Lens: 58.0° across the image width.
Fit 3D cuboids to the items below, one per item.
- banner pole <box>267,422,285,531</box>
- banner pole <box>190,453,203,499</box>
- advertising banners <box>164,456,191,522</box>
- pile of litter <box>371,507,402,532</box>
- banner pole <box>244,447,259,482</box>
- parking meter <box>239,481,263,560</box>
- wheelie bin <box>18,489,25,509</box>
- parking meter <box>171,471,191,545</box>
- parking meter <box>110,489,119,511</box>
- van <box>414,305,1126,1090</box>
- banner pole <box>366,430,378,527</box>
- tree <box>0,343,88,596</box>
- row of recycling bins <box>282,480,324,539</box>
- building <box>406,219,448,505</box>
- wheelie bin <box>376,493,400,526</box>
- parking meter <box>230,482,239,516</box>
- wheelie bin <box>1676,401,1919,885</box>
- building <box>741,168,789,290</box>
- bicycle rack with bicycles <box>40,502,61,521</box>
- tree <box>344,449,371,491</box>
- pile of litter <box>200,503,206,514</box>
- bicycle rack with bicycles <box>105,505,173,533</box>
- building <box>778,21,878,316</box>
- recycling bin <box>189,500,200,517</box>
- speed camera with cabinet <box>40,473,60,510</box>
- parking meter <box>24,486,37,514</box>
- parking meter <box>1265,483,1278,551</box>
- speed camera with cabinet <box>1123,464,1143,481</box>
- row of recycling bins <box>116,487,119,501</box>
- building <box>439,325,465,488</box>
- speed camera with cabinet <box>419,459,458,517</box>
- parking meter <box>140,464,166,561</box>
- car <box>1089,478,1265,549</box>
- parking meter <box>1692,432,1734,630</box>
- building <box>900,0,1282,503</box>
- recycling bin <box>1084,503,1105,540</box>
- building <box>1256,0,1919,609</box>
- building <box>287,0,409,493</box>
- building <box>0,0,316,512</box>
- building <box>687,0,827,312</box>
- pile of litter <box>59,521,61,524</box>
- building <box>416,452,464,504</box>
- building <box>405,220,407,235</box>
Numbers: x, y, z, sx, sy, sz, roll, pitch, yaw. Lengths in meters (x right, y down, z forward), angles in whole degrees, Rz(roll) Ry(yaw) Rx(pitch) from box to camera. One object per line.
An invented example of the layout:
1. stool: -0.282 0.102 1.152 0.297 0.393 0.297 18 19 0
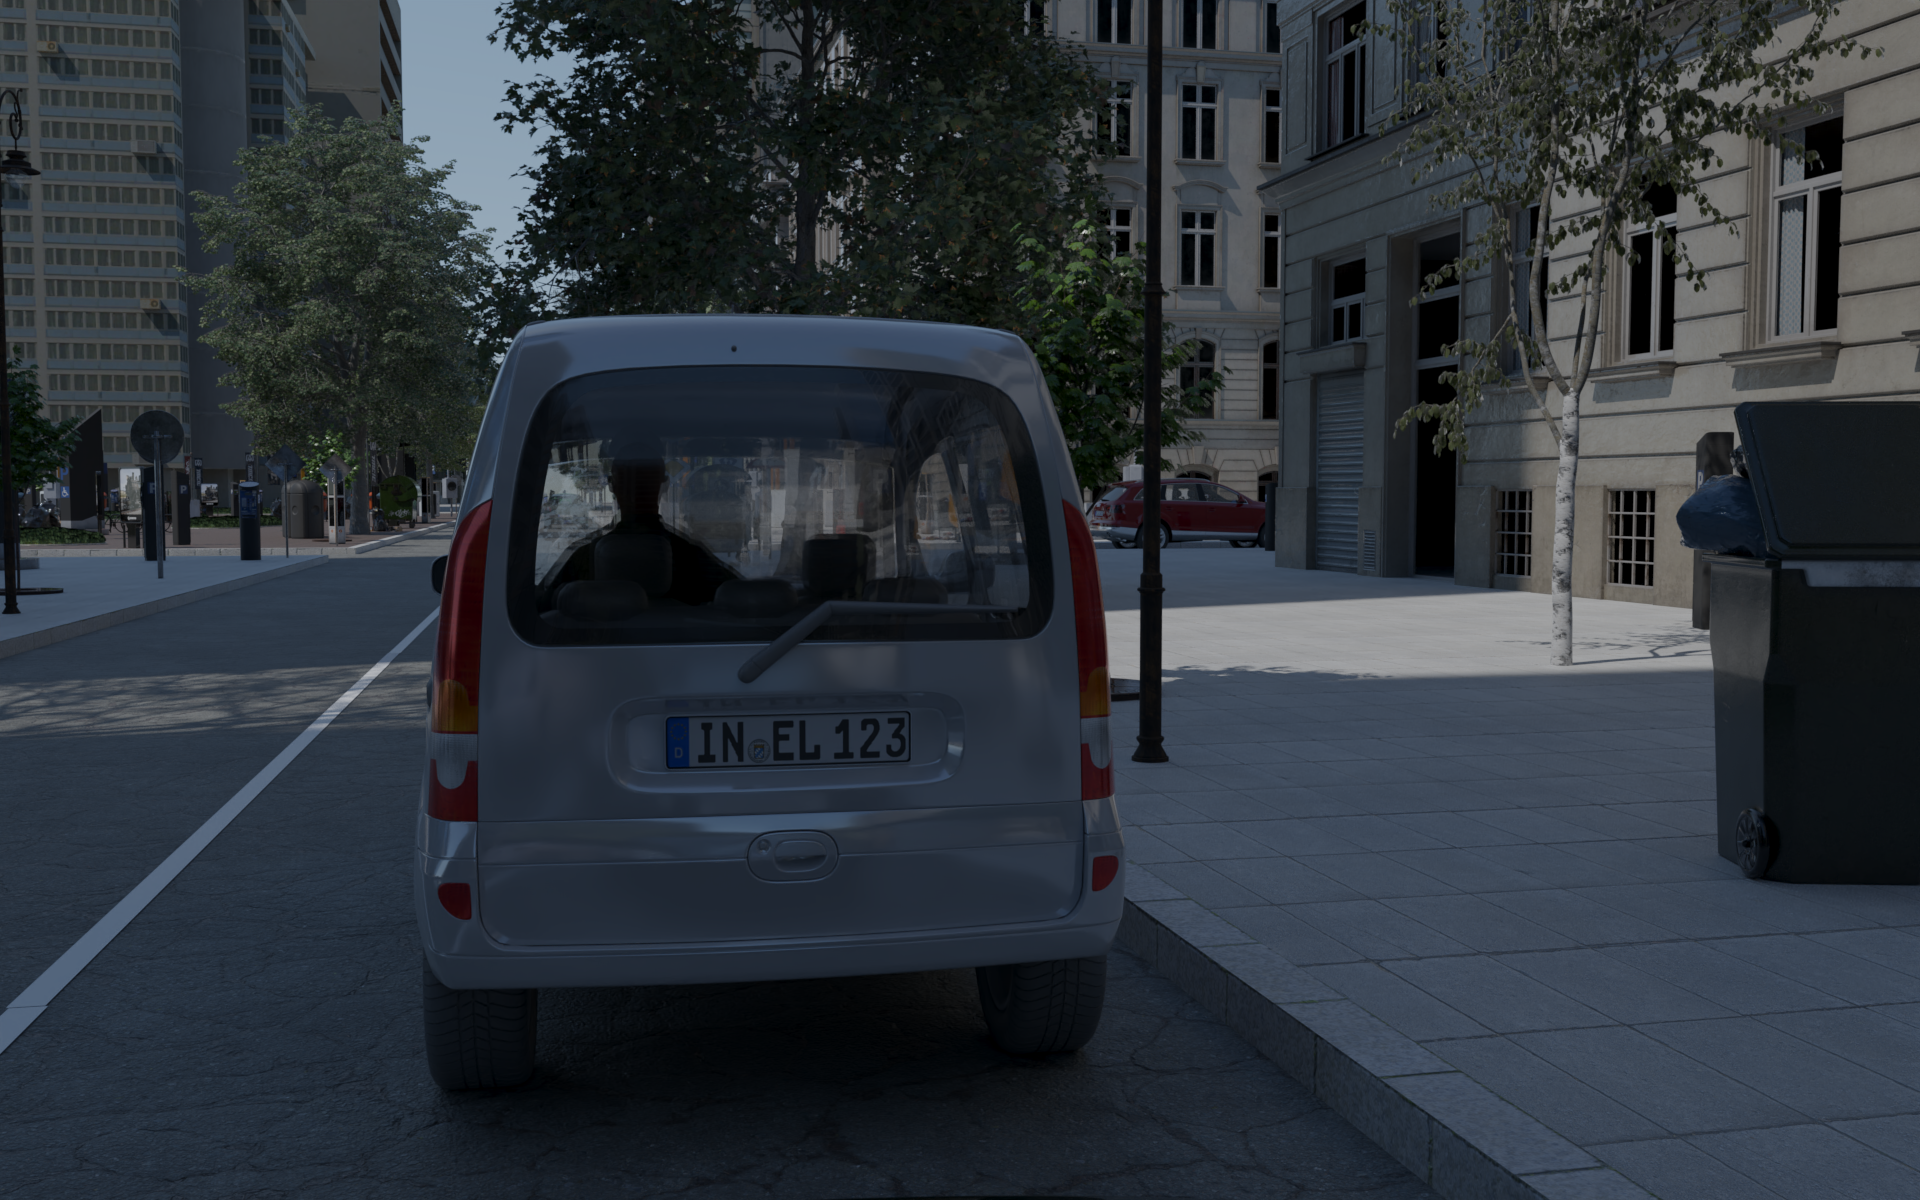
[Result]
1. banner pole: -23.546 -4.269 59.820 0.401 3.779 0.863 3 5 40
2. banner pole: -46.162 -7.012 104.660 0.863 3.779 0.401 -3 4 -36
3. advertising banners: -35.262 -5.014 78.162 0.090 3.025 2.074 1 4 8
4. pile of litter: -19.839 -2.799 59.729 1.176 0.858 1.719 -2 4 -24
5. banner pole: -37.305 -6.206 91.477 0.863 3.779 0.401 -3 4 -36
6. parking meter: -13.769 -1.539 33.581 0.372 1.533 0.369 0 3 0
7. wheelie bin: -42.941 -4.337 78.821 0.980 1.594 0.693 0 4 2
8. parking meter: -19.583 -2.315 43.559 0.255 1.863 0.399 2 4 32
9. parking meter: -45.883 -5.235 94.004 0.372 1.533 0.369 0 3 0
10. van: -0.743 0.083 5.651 2.013 2.044 4.112 -1 4 -11
11. banner pole: -22.859 -4.725 67.275 0.401 3.779 0.863 1 4 15
12. tree: -12.008 -1.690 22.231 1.663 3.219 1.824 0 3 0
13. row of recycling bins: -19.385 -2.679 50.921 1.069 1.692 3.534 -2 4 -26
14. building: -79.853 -31.728 210.641 32.217 40.220 23.993 -1 4 -13
15. wheelie bin: -22.797 -3.746 69.157 0.980 1.594 0.693 -2 4 -29
16. parking meter: -35.211 -4.794 84.089 0.255 1.863 0.399 -3 5 -44
17. wheelie bin: 2.924 0.123 5.904 0.980 1.594 0.693 0 4 4
18. building: -7.010 -16.331 108.813 13.314 21.916 24.055 -1 4 -13
19. bicycle rack with bicycles: -44.014 -4.200 82.045 2.925 0.926 2.852 1 4 20
20. tree: -38.742 -7.796 111.175 4.285 4.588 4.351 0 3 0
21. pile of litter: -45.453 -5.474 103.461 1.176 0.858 1.719 2 4 24
22. bicycle rack with bicycles: -27.152 -2.700 57.527 2.852 0.926 2.925 3 5 40
23. building: -1.166 -17.562 84.396 12.463 27.353 25.104 -1 4 -13
24. recycling bin: -33.891 -3.888 76.126 0.722 1.027 0.722 -3 5 -41
25. speed camera with cabinet: -52.667 -6.482 100.323 2.038 3.252 0.660 3 5 45
26. parking meter: -37.373 -3.909 69.628 0.399 1.863 0.255 1 4 9
27. parking meter: 7.071 -1.875 39.062 0.372 1.533 0.369 0 3 0
28. speed camera with cabinet: 6.211 -3.700 54.828 2.038 3.252 0.660 0 4 -2
29. row of recycling bins: -48.348 -5.734 100.862 1.069 1.692 3.534 -1 4 -10
30. building: -81.963 -29.887 260.348 14.160 30.474 14.107 -1 4 -13
31. speed camera with cabinet: -29.504 -6.337 97.944 2.038 3.252 0.660 -3 5 -39
32. parking meter: -15.512 -1.686 33.280 0.399 1.863 0.255 -2 4 -33
33. car: 5.815 -2.072 42.557 5.304 1.827 2.281 -1 4 -15
34. parking meter: 7.159 -0.658 16.473 0.255 1.863 0.399 1 4 8
35. building: 15.429 -15.026 64.752 34.723 24.649 14.460 -1 4 -13
36. recycling bin: 3.609 -2.208 48.660 0.722 1.027 0.722 -2 4 -31
37. building: 15.829 -11.276 17.644 16.112 22.955 30.059 -1 4 -13
38. building: -58.592 -31.903 145.310 21.300 48.544 21.600 -1 4 -13
39. building: -59.665 -26.305 121.966 32.217 40.220 23.993 -1 4 -13
40. building: -16.832 -28.514 149.790 14.154 41.232 14.086 -1 4 -13
41. pile of litter: -37.265 -3.568 72.308 1.719 0.858 1.176 3 4 38
42. building: -83.256 -24.005 237.518 27.650 21.520 28.899 -1 4 -13
43. building: -60.011 -23.983 163.823 14.160 30.474 14.107 -1 4 -13
